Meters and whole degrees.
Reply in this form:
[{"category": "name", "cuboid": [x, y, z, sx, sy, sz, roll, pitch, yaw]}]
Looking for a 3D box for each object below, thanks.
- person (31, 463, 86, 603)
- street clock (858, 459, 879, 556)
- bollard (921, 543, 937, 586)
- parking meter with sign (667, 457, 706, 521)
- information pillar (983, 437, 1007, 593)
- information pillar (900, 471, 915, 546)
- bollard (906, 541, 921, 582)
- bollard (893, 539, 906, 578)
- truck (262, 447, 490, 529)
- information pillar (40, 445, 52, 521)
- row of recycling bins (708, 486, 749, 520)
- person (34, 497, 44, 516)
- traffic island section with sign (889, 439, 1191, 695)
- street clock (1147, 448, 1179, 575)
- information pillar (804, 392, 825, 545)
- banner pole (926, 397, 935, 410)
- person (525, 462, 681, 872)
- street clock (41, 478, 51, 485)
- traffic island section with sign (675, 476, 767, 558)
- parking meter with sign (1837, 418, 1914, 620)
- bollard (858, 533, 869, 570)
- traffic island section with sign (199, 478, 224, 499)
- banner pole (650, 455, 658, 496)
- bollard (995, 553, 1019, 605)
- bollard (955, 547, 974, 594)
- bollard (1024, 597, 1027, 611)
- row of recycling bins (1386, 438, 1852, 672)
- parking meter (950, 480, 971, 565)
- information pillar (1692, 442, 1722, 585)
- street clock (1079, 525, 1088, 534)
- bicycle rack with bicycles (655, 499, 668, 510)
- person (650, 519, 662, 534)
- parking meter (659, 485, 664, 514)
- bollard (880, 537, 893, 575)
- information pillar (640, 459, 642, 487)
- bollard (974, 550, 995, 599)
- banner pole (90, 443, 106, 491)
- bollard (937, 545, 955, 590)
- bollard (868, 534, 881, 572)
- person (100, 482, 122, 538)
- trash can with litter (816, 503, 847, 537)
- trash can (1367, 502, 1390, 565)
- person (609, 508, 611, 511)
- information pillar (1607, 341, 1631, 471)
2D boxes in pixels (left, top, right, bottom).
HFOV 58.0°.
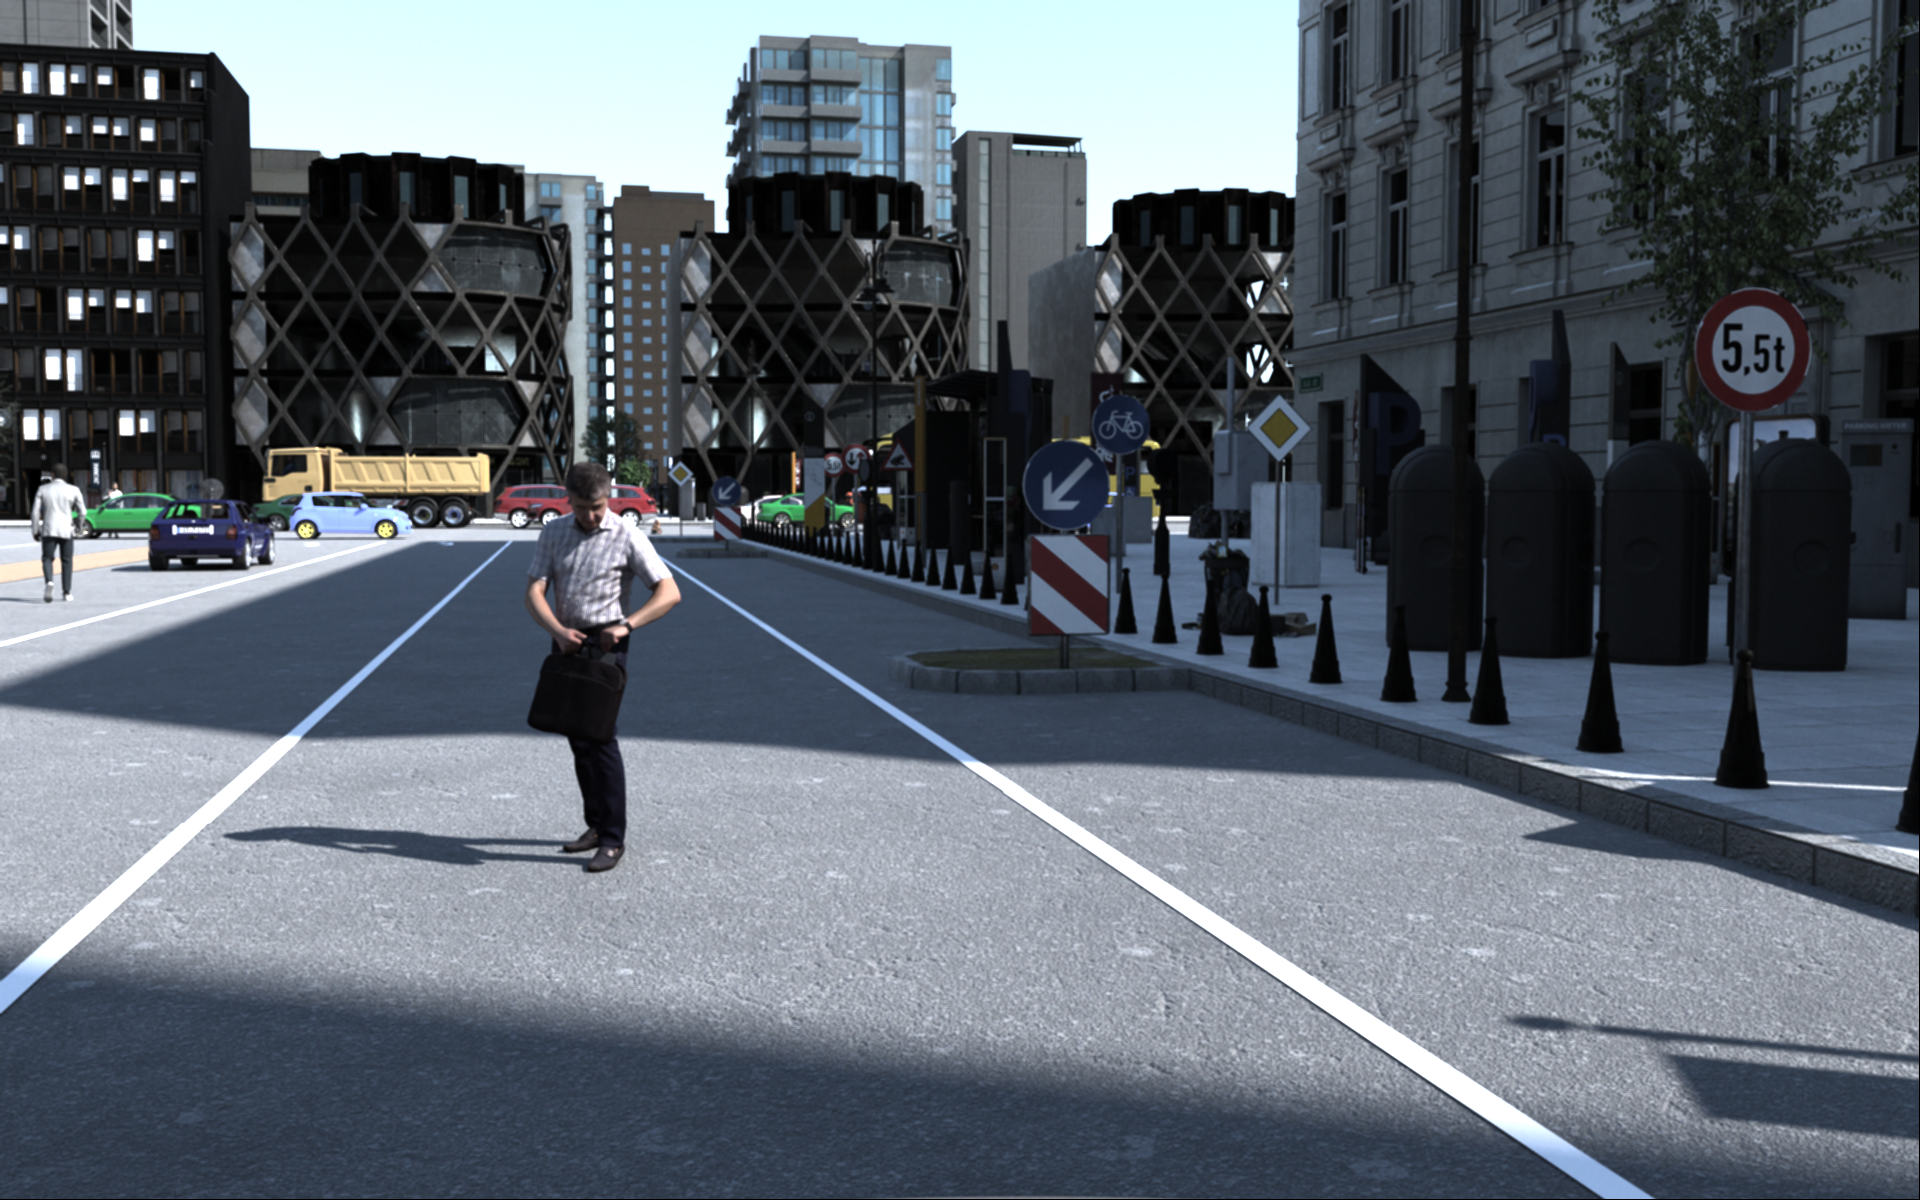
[{"category": "person", "cuboid": [-12.009, -0.902, 23.092, 0.661, 1.843, 0.795, -2, 4, -26]}, {"category": "street clock", "cuboid": [-1.889, -1.908, 35.773, 0.358, 2.002, 0.471, -2, 4, -33]}, {"category": "bollard", "cuboid": [-0.374, -0.507, 24.325, 0.229, 0.601, 0.229, 0, 3, 0]}, {"category": "parking meter with sign", "cuboid": [-12.888, -5.231, 81.784, 1.738, 3.016, 0.543, 0, 4, 8]}, {"category": "information pillar", "cuboid": [0.460, -1.110, 22.646, 0.304, 2.012, 0.304, 0, 4, 2]}, {"category": "information pillar", "cuboid": [-1.296, -2.331, 42.598, 0.304, 2.012, 0.304, -3, 5, -40]}, {"category": "bollard", "cuboid": [-0.613, -0.570, 25.366, 0.229, 0.601, 0.229, 0, 3, 0]}, {"category": "bollard", "cuboid": [-0.853, -0.634, 26.411, 0.229, 0.601, 0.229, 0, 3, 0]}, {"category": "truck", "cuboid": [-24.848, -4.688, 72.566, 9.791, 3.379, 3.469, -1, 4, -11]}, {"category": "information pillar", "cuboid": [-44.043, -5.637, 83.516, 0.504, 3.616, 0.183, -1, 4, -11]}, {"category": "row of recycling bins", "cuboid": [-11.496, -4.807, 85.712, 1.069, 1.692, 3.534, -2, 4, -33]}, {"category": "person", "cuboid": [-35.474, -3.470, 67.100, 0.662, 1.594, 0.647, 2, 4, 25]}, {"category": "traffic island section with sign", "cuboid": [0.509, -0.290, 13.366, 1.989, 1.847, 2.006, -1, 4, -13]}, {"category": "street clock", "cuboid": [3.207, -1.400, 27.465, 0.471, 2.002, 0.358, -2, 4, -31]}, {"category": "information pillar", "cuboid": [-3.359, -2.963, 39.802, 0.504, 3.616, 0.183, 0, 4, 4]}, {"category": "banner pole", "cuboid": [-0.852, -3.350, 44.784, 0.401, 3.779, 0.863, -3, 4, -38]}, {"category": "person", "cuboid": [-1.394, 0.242, 6.758, 0.614, 1.554, 0.590, 1, 4, 12]}, {"category": "street clock", "cuboid": [-41.698, -4.558, 79.100, 0.358, 2.002, 0.471, 0, 4, 1]}, {"category": "traffic island section with sign", "cuboid": [-5.505, -1.897, 39.645, 1.989, 1.847, 2.006, -1, 4, -13]}, {"category": "parking meter with sign", "cuboid": [9.412, -1.322, 17.869, 1.738, 3.016, 0.543, 2, 4, 27]}, {"category": "bollard", "cuboid": [-1.569, -0.825, 29.536, 0.229, 0.601, 0.229, 0, 3, 0]}, {"category": "traffic island section with sign", "cuboid": [-21.541, -2.536, 49.595, 2.006, 1.907, 1.989, -1, 4, -13]}, {"category": "banner pole", "cuboid": [-19.577, -7.378, 110.652, 0.401, 3.779, 0.863, 3, 4, 39]}, {"category": "bollard", "cuboid": [0.579, -0.252, 20.158, 0.229, 0.601, 0.229, 0, 3, 0]}, {"category": "bollard", "cuboid": [0.104, -0.379, 22.242, 0.229, 0.601, 0.229, 0, 3, 0]}, {"category": "bollard", "cuboid": [0.816, -0.188, 19.113, 0.229, 0.601, 0.229, 0, 3, 0]}, {"category": "row of recycling bins", "cuboid": [5.046, -0.397, 13.599, 3.534, 1.692, 1.069, 3, 4, 36]}, {"category": "parking meter", "cuboid": [0.006, -1.406, 31.402, 0.372, 1.533, 0.369, 0, 3, 0]}, {"category": "information pillar", "cuboid": [10.565, -1.228, 24.562, 0.304, 2.012, 0.304, 3, 5, 44]}, {"category": "street clock", "cuboid": [2.955, -2.260, 41.523, 0.471, 2.002, 0.358, 1, 4, 23]}, {"category": "bicycle rack with bicycles", "cuboid": [-23.716, -7.724, 139.674, 2.925, 0.926, 2.852, 2, 4, 35]}, {"category": "person", "cuboid": [-10.828, -2.612, 61.679, 0.357, 0.543, 0.381, 1, 4, 21]}, {"category": "parking meter", "cuboid": [-19.721, -6.647, 114.387, 0.255, 1.863, 0.399, 0, 4, -4]}, {"category": "bollard", "cuboid": [-1.090, -0.698, 27.453, 0.229, 0.601, 0.229, 0, 3, 0]}, {"category": "information pillar", "cuboid": [-21.639, -7.715, 117.490, 0.183, 3.616, 0.504, -1, 4, -12]}, {"category": "bollard", "cuboid": [0.340, -0.315, 21.199, 0.229, 0.601, 0.229, 0, 3, 0]}, {"category": "banner pole", "cuboid": [-41.771, -5.755, 84.116, 0.863, 3.779, 0.401, -2, 4, -33]}, {"category": "bollard", "cuboid": [-0.138, -0.443, 23.283, 0.229, 0.601, 0.229, 0, 3, 0]}, {"category": "bollard", "cuboid": [-1.331, -0.762, 28.494, 0.229, 0.601, 0.229, 0, 3, 0]}, {"category": "person", "cuboid": [-28.013, -2.974, 57.222, 0.679, 1.850, 0.850, -2, 4, -33]}, {"category": "trash can with litter", "cuboid": [-3.907, -2.487, 52.049, 1.055, 1.170, 0.624, 0, 4, 7]}, {"category": "trash can", "cuboid": [7.740, -1.202, 31.312, 0.748, 1.137, 0.748, 0, 3, 0]}, {"category": "person", "cuboid": [-13.839, -3.274, 67.532, 1.012, 1.151, 0.738, 2, 4, 35]}, {"category": "information pillar", "cuboid": [10.154, -2.164, 26.741, 0.504, 3.616, 0.183, -3, 5, -39]}]
